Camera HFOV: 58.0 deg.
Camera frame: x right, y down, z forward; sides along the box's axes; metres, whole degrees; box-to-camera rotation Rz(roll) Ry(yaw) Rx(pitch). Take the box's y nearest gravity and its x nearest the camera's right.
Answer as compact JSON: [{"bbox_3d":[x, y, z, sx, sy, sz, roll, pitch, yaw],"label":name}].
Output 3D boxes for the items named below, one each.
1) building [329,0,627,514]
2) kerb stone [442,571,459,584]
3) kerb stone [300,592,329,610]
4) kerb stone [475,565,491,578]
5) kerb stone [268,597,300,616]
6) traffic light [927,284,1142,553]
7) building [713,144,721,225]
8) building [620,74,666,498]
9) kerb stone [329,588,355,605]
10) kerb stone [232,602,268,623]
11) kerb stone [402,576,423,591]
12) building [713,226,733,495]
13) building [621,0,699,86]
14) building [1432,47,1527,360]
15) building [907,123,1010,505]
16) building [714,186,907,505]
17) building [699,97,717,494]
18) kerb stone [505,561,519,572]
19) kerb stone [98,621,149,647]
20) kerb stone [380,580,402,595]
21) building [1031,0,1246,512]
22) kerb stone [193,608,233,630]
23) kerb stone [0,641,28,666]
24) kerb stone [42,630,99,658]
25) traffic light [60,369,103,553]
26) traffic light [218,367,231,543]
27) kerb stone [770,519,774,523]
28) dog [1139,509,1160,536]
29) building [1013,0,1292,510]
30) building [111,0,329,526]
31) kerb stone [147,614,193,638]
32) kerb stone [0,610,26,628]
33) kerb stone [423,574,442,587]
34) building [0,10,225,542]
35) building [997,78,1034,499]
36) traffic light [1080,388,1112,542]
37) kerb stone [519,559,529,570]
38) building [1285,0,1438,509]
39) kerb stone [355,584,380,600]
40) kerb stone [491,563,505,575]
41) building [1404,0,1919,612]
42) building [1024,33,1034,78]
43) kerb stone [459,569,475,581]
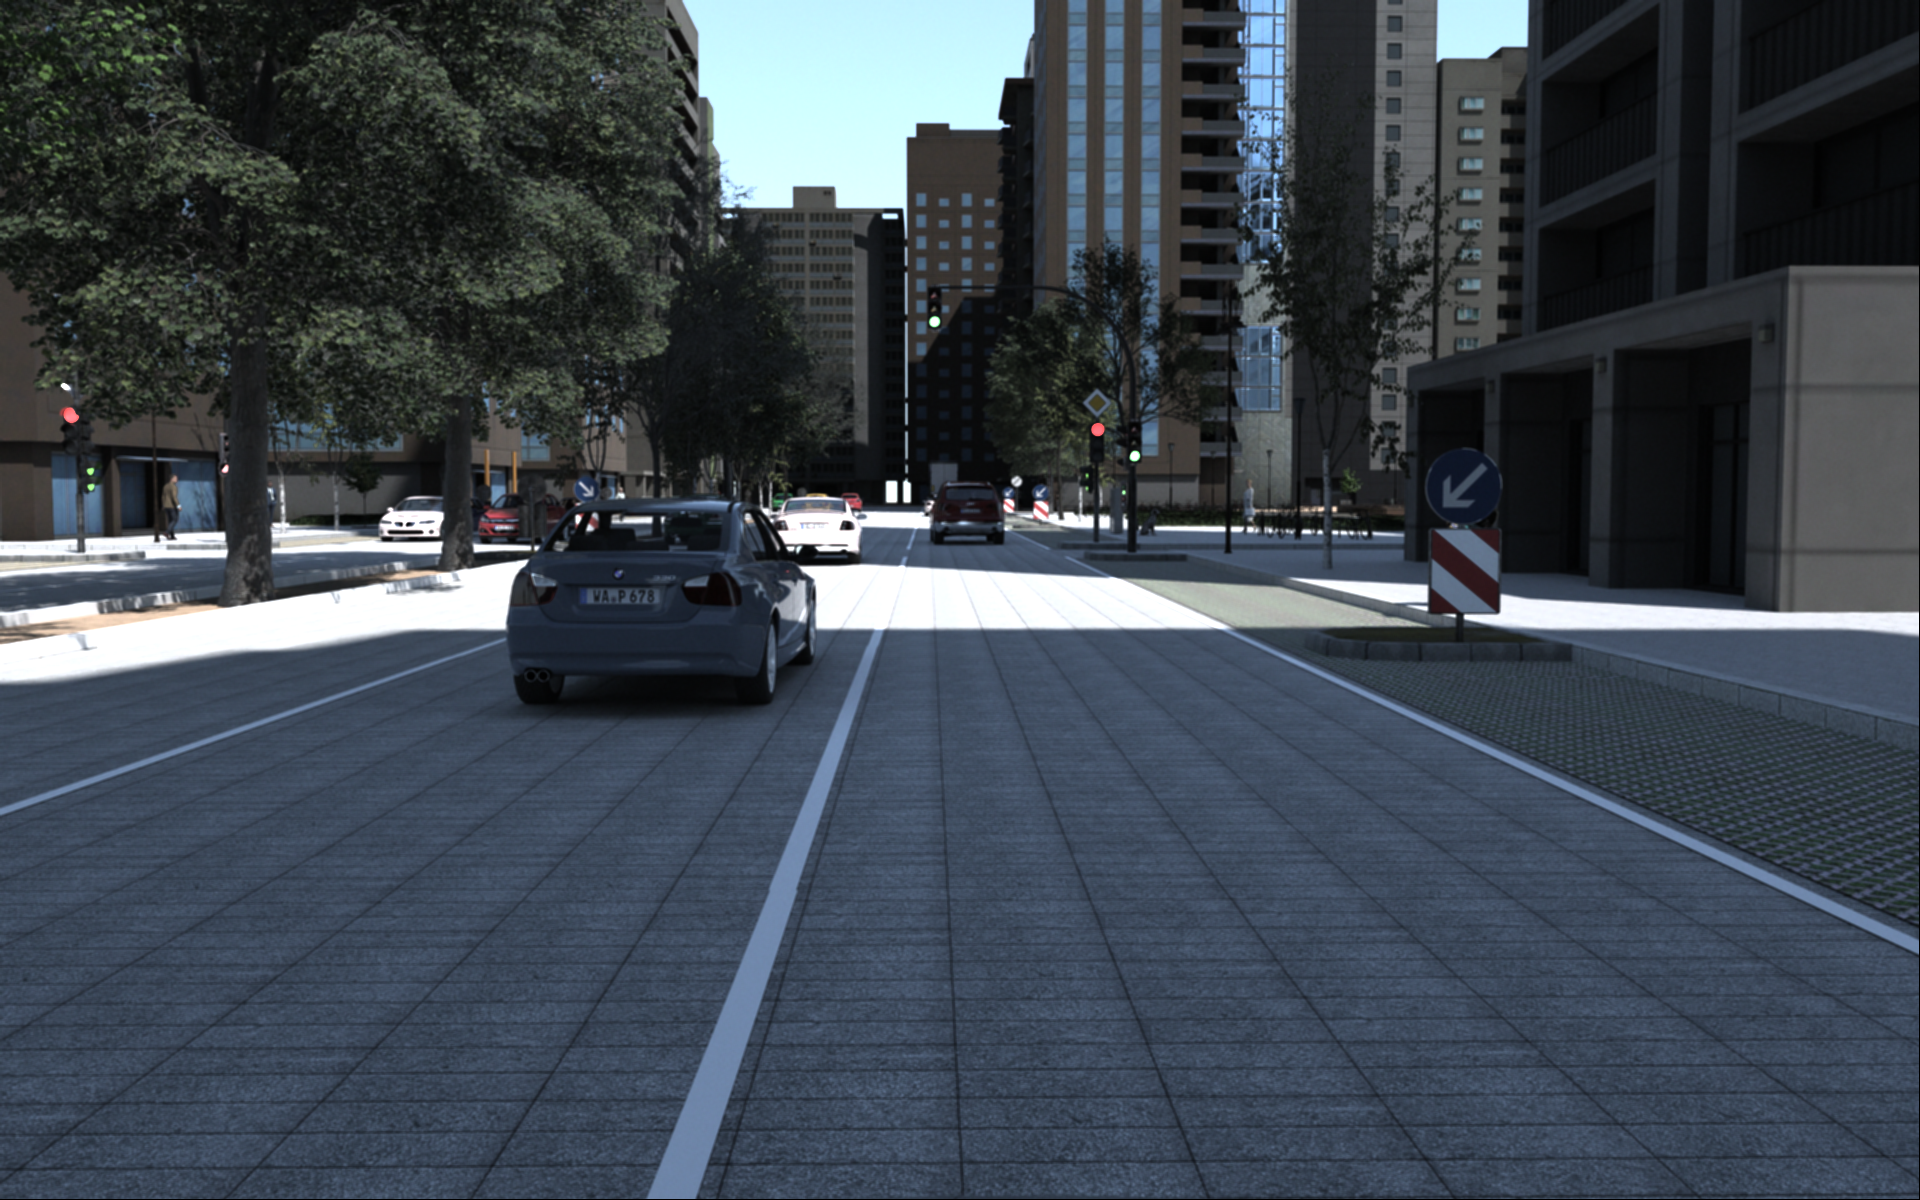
[{"bbox_3d":[-28.423,-27.764,104.055,14.600,45.320,14.200,0,4,-1],"label":"building"},{"bbox_3d":[-8.323,-0.343,27.954,0.120,0.150,1.000,0,4,-1],"label":"kerb stone"},{"bbox_3d":[-8.208,0.025,21.800,0.120,0.150,1.000,0,4,-1],"label":"kerb stone"},{"bbox_3d":[-8.353,-0.470,29.997,0.120,0.150,1.000,0,4,-1],"label":"kerb stone"},{"bbox_3d":[-8.187,0.090,20.761,0.120,0.150,1.000,0,4,-1],"label":"kerb stone"},{"bbox_3d":[1.666,-3.862,37.818,4.771,5.953,1.251,0,4,-1],"label":"traffic light"},{"bbox_3d":[-41.268,-36.129,214.412,21.600,48.544,21.300,0,4,-1],"label":"building"},{"bbox_3d":[-39.539,-26.918,131.985,32.217,40.220,23.993,0,4,-1],"label":"building"},{"bbox_3d":[-8.231,-0.039,22.826,0.120,0.150,1.000,0,4,-1],"label":"kerb stone"},{"bbox_3d":[-8.169,0.151,19.731,0.120,0.150,1.000,0,4,-1],"label":"kerb stone"},{"bbox_3d":[-8.281,-0.227,25.906,0.120,0.150,1.000,0,4,-1],"label":"kerb stone"},{"bbox_3d":[-32.139,-25.479,188.290,14.107,30.474,14.160,0,4,-1],"label":"building"},{"bbox_3d":[-35.279,-32.496,155.018,21.300,48.544,21.600,0,4,-1],"label":"building"},{"bbox_3d":[58.815,-34.377,185.760,21.600,48.544,21.300,0,4,-1],"label":"building"},{"bbox_3d":[0.671,-34.388,212.356,14.200,45.320,14.600,0,4,-1],"label":"building"},{"bbox_3d":[-18.588,-32.377,221.249,23.993,40.220,32.217,0,4,-1],"label":"building"},{"bbox_3d":[-32.327,-29.940,173.107,14.154,41.232,14.086,0,4,-1],"label":"building"},{"bbox_3d":[-8.395,-0.603,32.049,0.120,0.150,1.000,0,4,-1],"label":"kerb stone"},{"bbox_3d":[-8.110,0.339,16.657,0.120,0.150,1.000,0,4,-1],"label":"kerb stone"},{"bbox_3d":[-8.264,-0.164,24.880,0.120,0.150,1.000,0,4,-1],"label":"kerb stone"},{"bbox_3d":[12.792,-29.271,128.697,14.600,45.320,14.200,0,4,-1],"label":"building"},{"bbox_3d":[-8.147,0.214,18.709,0.120,0.150,1.000,0,4,-1],"label":"kerb stone"},{"bbox_3d":[-8.080,0.464,14.602,0.120,0.150,1.000,0,4,-1],"label":"kerb stone"},{"bbox_3d":[-8.100,0.401,15.635,0.120,0.150,1.000,0,4,-1],"label":"kerb stone"},{"bbox_3d":[-19.101,-2.975,37.566,0.839,4.253,0.868,0,4,-1],"label":"traffic light"},{"bbox_3d":[-17.156,-4.340,45.623,4.771,5.953,1.251,0,4,-1],"label":"traffic light"},{"bbox_3d":[-9.420,-4.021,87.931,0.120,0.150,1.000,0,4,-1],"label":"kerb stone"},{"bbox_3d":[5.757,-2.408,53.746,0.800,0.831,0.513,2,4,27],"label":"dog"},{"bbox_3d":[16.584,-51.217,150.070,22.319,86.520,31.000,0,4,-1],"label":"building"},{"bbox_3d":[-29.618,-26.407,81.871,14.600,45.320,14.200,0,4,-1],"label":"building"},{"bbox_3d":[-8.134,0.276,17.682,0.120,0.150,1.000,0,4,-1],"label":"kerb stone"},{"bbox_3d":[-10.255,0.217,18.652,0.120,0.150,1.000,0,4,-1],"label":"kerb stone"},{"bbox_3d":[-8.303,-0.289,26.927,0.120,0.150,1.000,0,4,-1],"label":"kerb stone"},{"bbox_3d":[-31.590,-24.572,51.858,14.600,45.320,14.200,0,4,-1],"label":"building"},{"bbox_3d":[15.151,-32.223,181.471,22.147,44.769,28.867,0,4,-1],"label":"building"},{"bbox_3d":[3.611,-3.490,45.981,0.839,4.253,0.868,0,4,-1],"label":"traffic light"},{"bbox_3d":[-8.419,-0.662,33.071,0.120,0.150,1.000,0,4,-1],"label":"kerb stone"},{"bbox_3d":[37.707,-45.677,185.078,20.611,71.187,20.563,0,4,-1],"label":"building"},{"bbox_3d":[-8.243,-0.099,23.855,0.120,0.150,1.000,0,4,-1],"label":"kerb stone"},{"bbox_3d":[-8.377,-0.540,31.018,0.120,0.150,1.000,0,4,-1],"label":"kerb stone"},{"bbox_3d":[18.991,-35.660,21.297,20.563,71.187,20.611,0,4,-1],"label":"building"},{"bbox_3d":[22.429,-41.160,214.967,28.212,58.520,21.231,0,4,-1],"label":"building"},{"bbox_3d":[-8.342,-0.415,28.975,0.120,0.150,1.000,0,4,-1],"label":"kerb stone"}]
